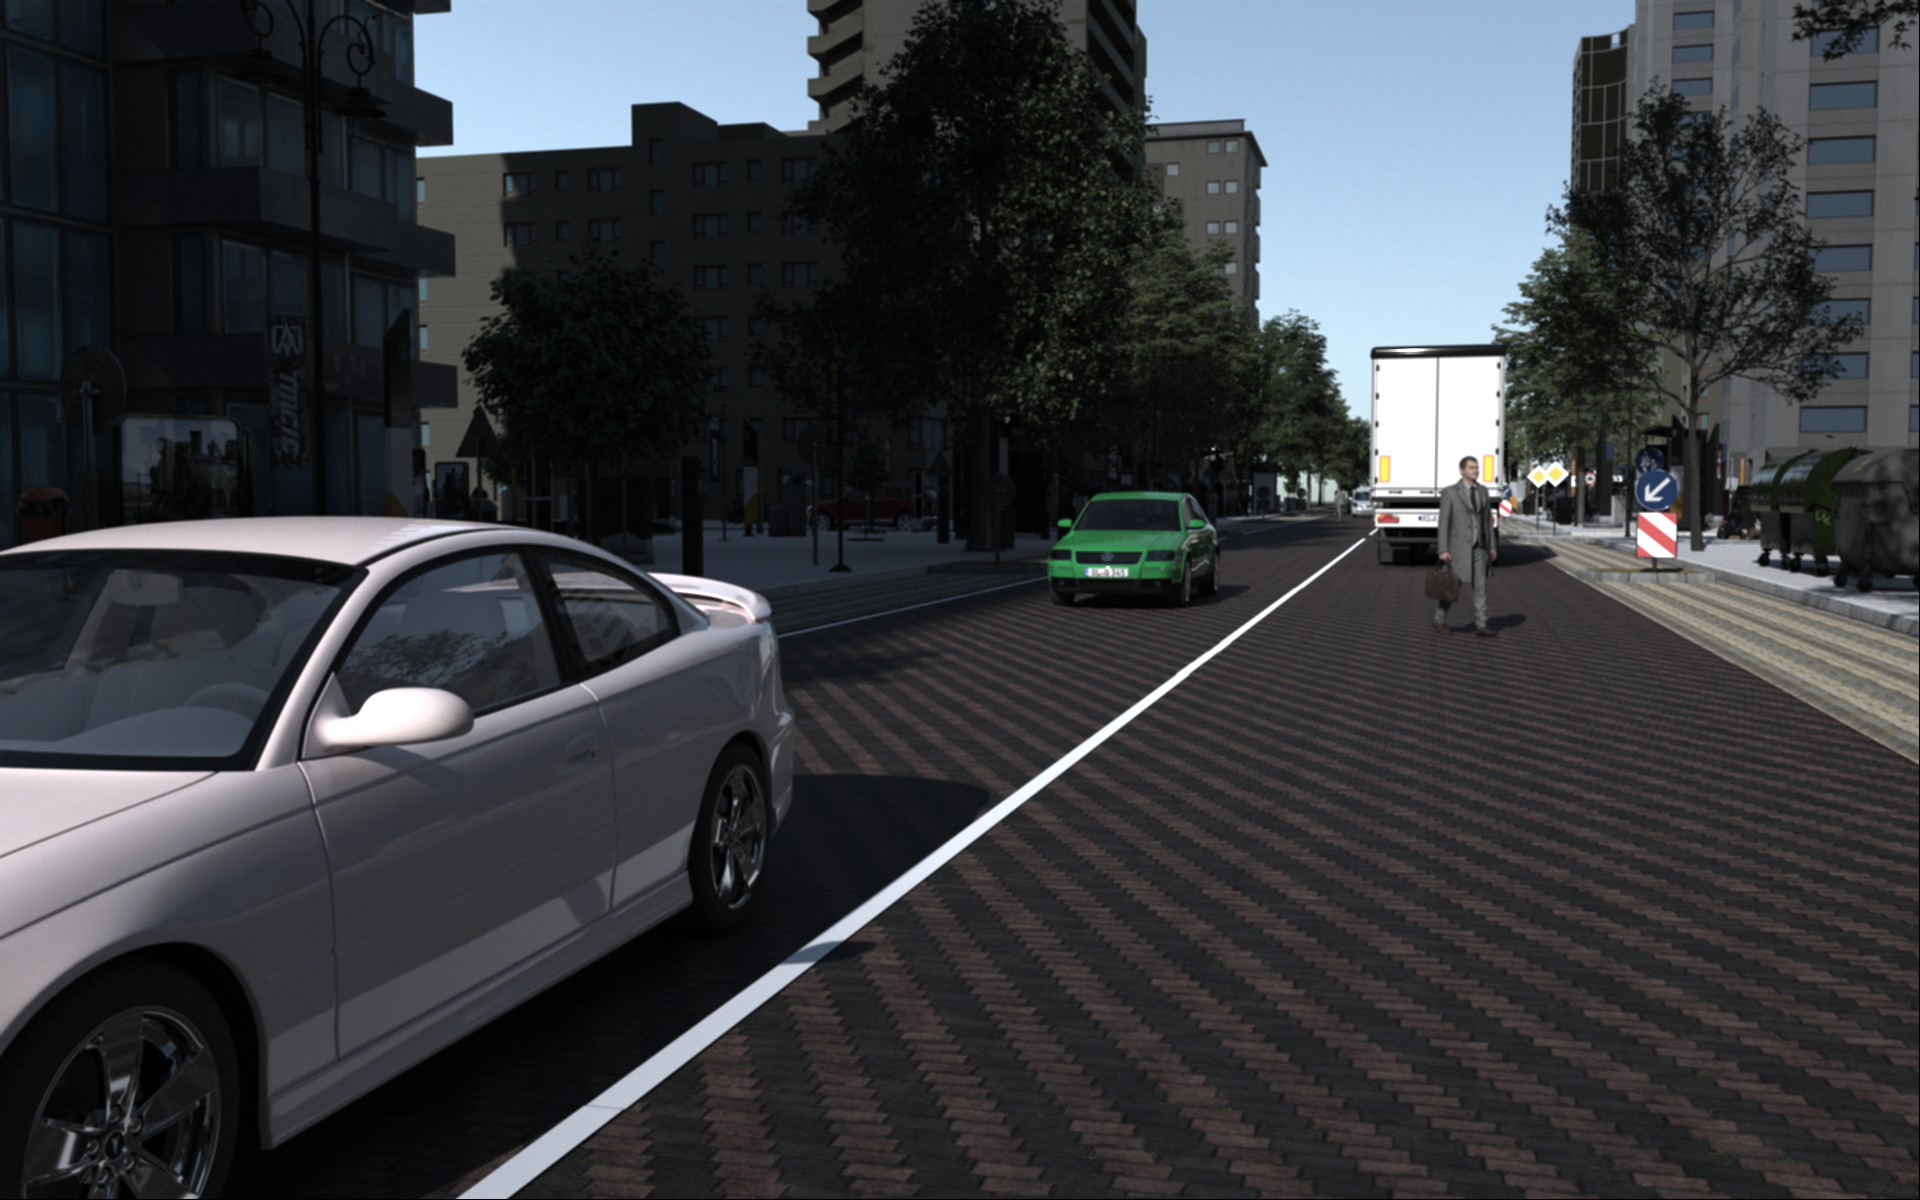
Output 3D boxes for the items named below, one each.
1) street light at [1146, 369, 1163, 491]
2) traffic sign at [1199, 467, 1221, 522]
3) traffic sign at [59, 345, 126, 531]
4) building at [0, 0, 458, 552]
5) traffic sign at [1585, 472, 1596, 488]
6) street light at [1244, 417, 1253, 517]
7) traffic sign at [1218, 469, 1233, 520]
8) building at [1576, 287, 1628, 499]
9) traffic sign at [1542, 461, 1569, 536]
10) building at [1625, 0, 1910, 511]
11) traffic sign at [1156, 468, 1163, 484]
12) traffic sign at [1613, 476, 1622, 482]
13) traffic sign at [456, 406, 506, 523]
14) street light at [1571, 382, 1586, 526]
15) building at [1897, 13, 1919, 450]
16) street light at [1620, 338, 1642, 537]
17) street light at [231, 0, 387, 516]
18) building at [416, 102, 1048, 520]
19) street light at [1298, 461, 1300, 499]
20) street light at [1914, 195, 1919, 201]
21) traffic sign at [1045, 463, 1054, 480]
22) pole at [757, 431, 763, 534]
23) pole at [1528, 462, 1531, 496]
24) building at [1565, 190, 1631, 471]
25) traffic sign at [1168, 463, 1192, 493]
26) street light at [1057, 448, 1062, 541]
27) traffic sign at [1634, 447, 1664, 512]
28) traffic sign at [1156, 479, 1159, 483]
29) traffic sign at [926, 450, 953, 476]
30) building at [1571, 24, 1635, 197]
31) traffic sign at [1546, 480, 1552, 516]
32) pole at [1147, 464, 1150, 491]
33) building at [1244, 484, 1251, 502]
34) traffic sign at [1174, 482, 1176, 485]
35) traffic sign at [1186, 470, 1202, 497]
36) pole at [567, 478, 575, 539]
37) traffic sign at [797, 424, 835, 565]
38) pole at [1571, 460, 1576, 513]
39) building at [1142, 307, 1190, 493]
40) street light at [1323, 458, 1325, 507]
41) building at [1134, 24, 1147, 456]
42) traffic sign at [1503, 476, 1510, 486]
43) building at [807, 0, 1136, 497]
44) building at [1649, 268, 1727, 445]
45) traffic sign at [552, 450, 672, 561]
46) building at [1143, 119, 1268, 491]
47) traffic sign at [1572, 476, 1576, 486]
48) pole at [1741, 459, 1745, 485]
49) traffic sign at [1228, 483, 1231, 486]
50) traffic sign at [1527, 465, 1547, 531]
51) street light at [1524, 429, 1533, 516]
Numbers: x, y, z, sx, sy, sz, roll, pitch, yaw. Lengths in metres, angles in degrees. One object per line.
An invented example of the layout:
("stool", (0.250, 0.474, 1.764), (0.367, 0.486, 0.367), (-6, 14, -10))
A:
("street light", (7.177, -5.571, 63.876), (0.468, 5.910, 1.993), (1, 4, 15))
("traffic sign", (9.103, -3.642, 63.181), (0.795, 2.450, 0.064), (1, 4, 15))
("traffic sign", (-7.419, -0.898, 14.794), (0.768, 2.556, 0.104), (1, 4, 23))
("building", (-29.358, -25.690, 39.646), (30.456, 49.044, 23.786), (1, 4, 15))
("traffic sign", (36.651, -6.157, 100.771), (0.768, 2.556, 0.104), (1, 4, 18))
("street light", (15.949, -7.544, 96.131), (0.468, 5.910, 1.993), (1, 4, 15))
("traffic sign", (13.361, -5.331, 87.269), (0.768, 2.556, 0.104), (1, 4, 21))
("building", (92.816, -28.643, 240.018), (14.160, 30.474, 14.107), (1, 4, 15))
("traffic sign", (18.037, -2.989, 52.508), (0.795, 2.450, 0.064), (1, 4, 15))
("building", (77.408, -38.461, 170.844), (21.231, 58.520, 28.212), (1, 4, 15))
("traffic sign", (9.918, -5.170, 84.638), (0.768, 2.556, 0.104), (1, 4, 22))
("traffic sign", (36.024, -5.687, 95.115), (0.606, 2.300, 0.079), (1, 4, 15))
("traffic sign", (-7.001, -1.545, 25.257), (0.884, 2.594, 0.081), (1, 4, 22))
("street light", (24.396, -5.850, 68.433), (0.468, 5.910, 1.993), (1, 4, 15))
("building", (59.728, -34.624, 108.103), (21.231, 58.520, 28.212), (1, 4, 15))
("street light", (19.870, -4.807, 51.380), (0.468, 5.910, 1.993), (1, 4, 15))
("street light", (-5.743, -2.611, 15.479), (0.468, 5.910, 1.993), (1, 4, 15))
("building", (-11.279, -15.583, 99.828), (27.650, 21.520, 28.899), (1, 4, 15))
("street light", (27.062, -10.113, 138.136), (0.468, 5.910, 1.993), (1, 4, 15))
("street light", (11.441, -2.890, 20.047), (0.468, 5.910, 1.993), (1, 4, 15))
("traffic sign", (3.051, -3.913, 63.975), (0.884, 2.594, 0.081), (2, 4, 24))
("pole", (-6.450, -3.788, 55.775), (0.158, 3.312, 0.155), (0, 3, 0))
("pole", (35.817, -7.048, 109.073), (0.158, 3.312, 0.155), (0, 3, 0))
("building", (96.663, -36.898, 253.397), (14.600, 45.320, 14.200), (1, 4, 15))
("traffic sign", (7.035, -3.170, 55.467), (0.795, 2.450, 0.064), (1, 4, 15))
("street light", (2.701, -4.527, 46.809), (0.468, 5.910, 1.993), (1, 4, 15))
("traffic sign", (18.783, -2.885, 47.274), (0.768, 2.556, 0.104), (1, 4, 17))
("traffic sign", (10.485, -5.413, 89.691), (0.795, 2.450, 0.064), (1, 4, 23))
("traffic sign", (-0.602, -3.153, 51.555), (0.884, 2.594, 0.081), (1, 4, 22))
("building", (103.696, -50.793, 268.713), (20.563, 71.187, 20.611), (1, 4, 15))
("traffic sign", (34.319, -6.131, 100.340), (0.768, 2.556, 0.104), (1, 4, 21))
("pole", (12.598, -7.463, 115.866), (0.158, 3.312, 0.155), (0, 3, 0))
("building", (32.947, -35.733, 276.120), (32.217, 40.220, 23.993), (1, 4, 15))
("traffic sign", (11.959, -5.939, 97.203), (0.768, 2.556, 0.104), (1, 4, 19))
("traffic sign", (12.069, -5.471, 89.456), (0.884, 2.594, 0.081), (2, 4, 25))
("pole", (-10.961, -3.356, 48.715), (0.158, 3.312, 0.155), (0, 3, 0))
("traffic sign", (-2.619, -1.908, 31.300), (0.768, 2.556, 0.104), (2, 4, 24))
("pole", (37.183, -6.797, 104.966), (0.158, 3.312, 0.155), (0, 3, 0))
("building", (7.087, -19.953, 171.276), (27.650, 21.520, 28.899), (1, 4, 15))
("street light", (35.894, -12.112, 170.813), (0.468, 5.910, 1.993), (1, 4, 15))
("building", (7.811, -28.421, 148.275), (14.154, 41.232, 14.086), (1, 4, 15))
("traffic sign", (39.131, -7.616, 124.624), (0.768, 2.556, 0.104), (2, 4, 24))
("building", (0.904, -30.973, 130.105), (21.300, 48.544, 21.600), (1, 4, 15))
("building", (73.686, -18.239, 143.246), (27.650, 21.520, 28.899), (1, 4, 15))
("traffic sign", (-5.466, -2.010, 26.735), (2.265, 3.308, 0.079), (1, 4, 20))
("building", (28.706, -40.430, 250.270), (28.713, 52.752, 27.495), (1, 4, 15))
("traffic sign", (34.996, -5.881, 98.287), (0.606, 2.300, 0.079), (1, 4, 22))
("pole", (44.917, -6.458, 99.434), (0.158, 3.312, 0.155), (0, 3, 0))
("traffic sign", (17.512, -7.030, 114.945), (0.884, 2.594, 0.081), (1, 4, 16))
("traffic sign", (20.105, -3.461, 60.222), (0.795, 2.450, 0.064), (1, 4, 15))
("street light", (32.940, -7.807, 100.430), (0.468, 5.910, 1.993), (1, 4, 15))
